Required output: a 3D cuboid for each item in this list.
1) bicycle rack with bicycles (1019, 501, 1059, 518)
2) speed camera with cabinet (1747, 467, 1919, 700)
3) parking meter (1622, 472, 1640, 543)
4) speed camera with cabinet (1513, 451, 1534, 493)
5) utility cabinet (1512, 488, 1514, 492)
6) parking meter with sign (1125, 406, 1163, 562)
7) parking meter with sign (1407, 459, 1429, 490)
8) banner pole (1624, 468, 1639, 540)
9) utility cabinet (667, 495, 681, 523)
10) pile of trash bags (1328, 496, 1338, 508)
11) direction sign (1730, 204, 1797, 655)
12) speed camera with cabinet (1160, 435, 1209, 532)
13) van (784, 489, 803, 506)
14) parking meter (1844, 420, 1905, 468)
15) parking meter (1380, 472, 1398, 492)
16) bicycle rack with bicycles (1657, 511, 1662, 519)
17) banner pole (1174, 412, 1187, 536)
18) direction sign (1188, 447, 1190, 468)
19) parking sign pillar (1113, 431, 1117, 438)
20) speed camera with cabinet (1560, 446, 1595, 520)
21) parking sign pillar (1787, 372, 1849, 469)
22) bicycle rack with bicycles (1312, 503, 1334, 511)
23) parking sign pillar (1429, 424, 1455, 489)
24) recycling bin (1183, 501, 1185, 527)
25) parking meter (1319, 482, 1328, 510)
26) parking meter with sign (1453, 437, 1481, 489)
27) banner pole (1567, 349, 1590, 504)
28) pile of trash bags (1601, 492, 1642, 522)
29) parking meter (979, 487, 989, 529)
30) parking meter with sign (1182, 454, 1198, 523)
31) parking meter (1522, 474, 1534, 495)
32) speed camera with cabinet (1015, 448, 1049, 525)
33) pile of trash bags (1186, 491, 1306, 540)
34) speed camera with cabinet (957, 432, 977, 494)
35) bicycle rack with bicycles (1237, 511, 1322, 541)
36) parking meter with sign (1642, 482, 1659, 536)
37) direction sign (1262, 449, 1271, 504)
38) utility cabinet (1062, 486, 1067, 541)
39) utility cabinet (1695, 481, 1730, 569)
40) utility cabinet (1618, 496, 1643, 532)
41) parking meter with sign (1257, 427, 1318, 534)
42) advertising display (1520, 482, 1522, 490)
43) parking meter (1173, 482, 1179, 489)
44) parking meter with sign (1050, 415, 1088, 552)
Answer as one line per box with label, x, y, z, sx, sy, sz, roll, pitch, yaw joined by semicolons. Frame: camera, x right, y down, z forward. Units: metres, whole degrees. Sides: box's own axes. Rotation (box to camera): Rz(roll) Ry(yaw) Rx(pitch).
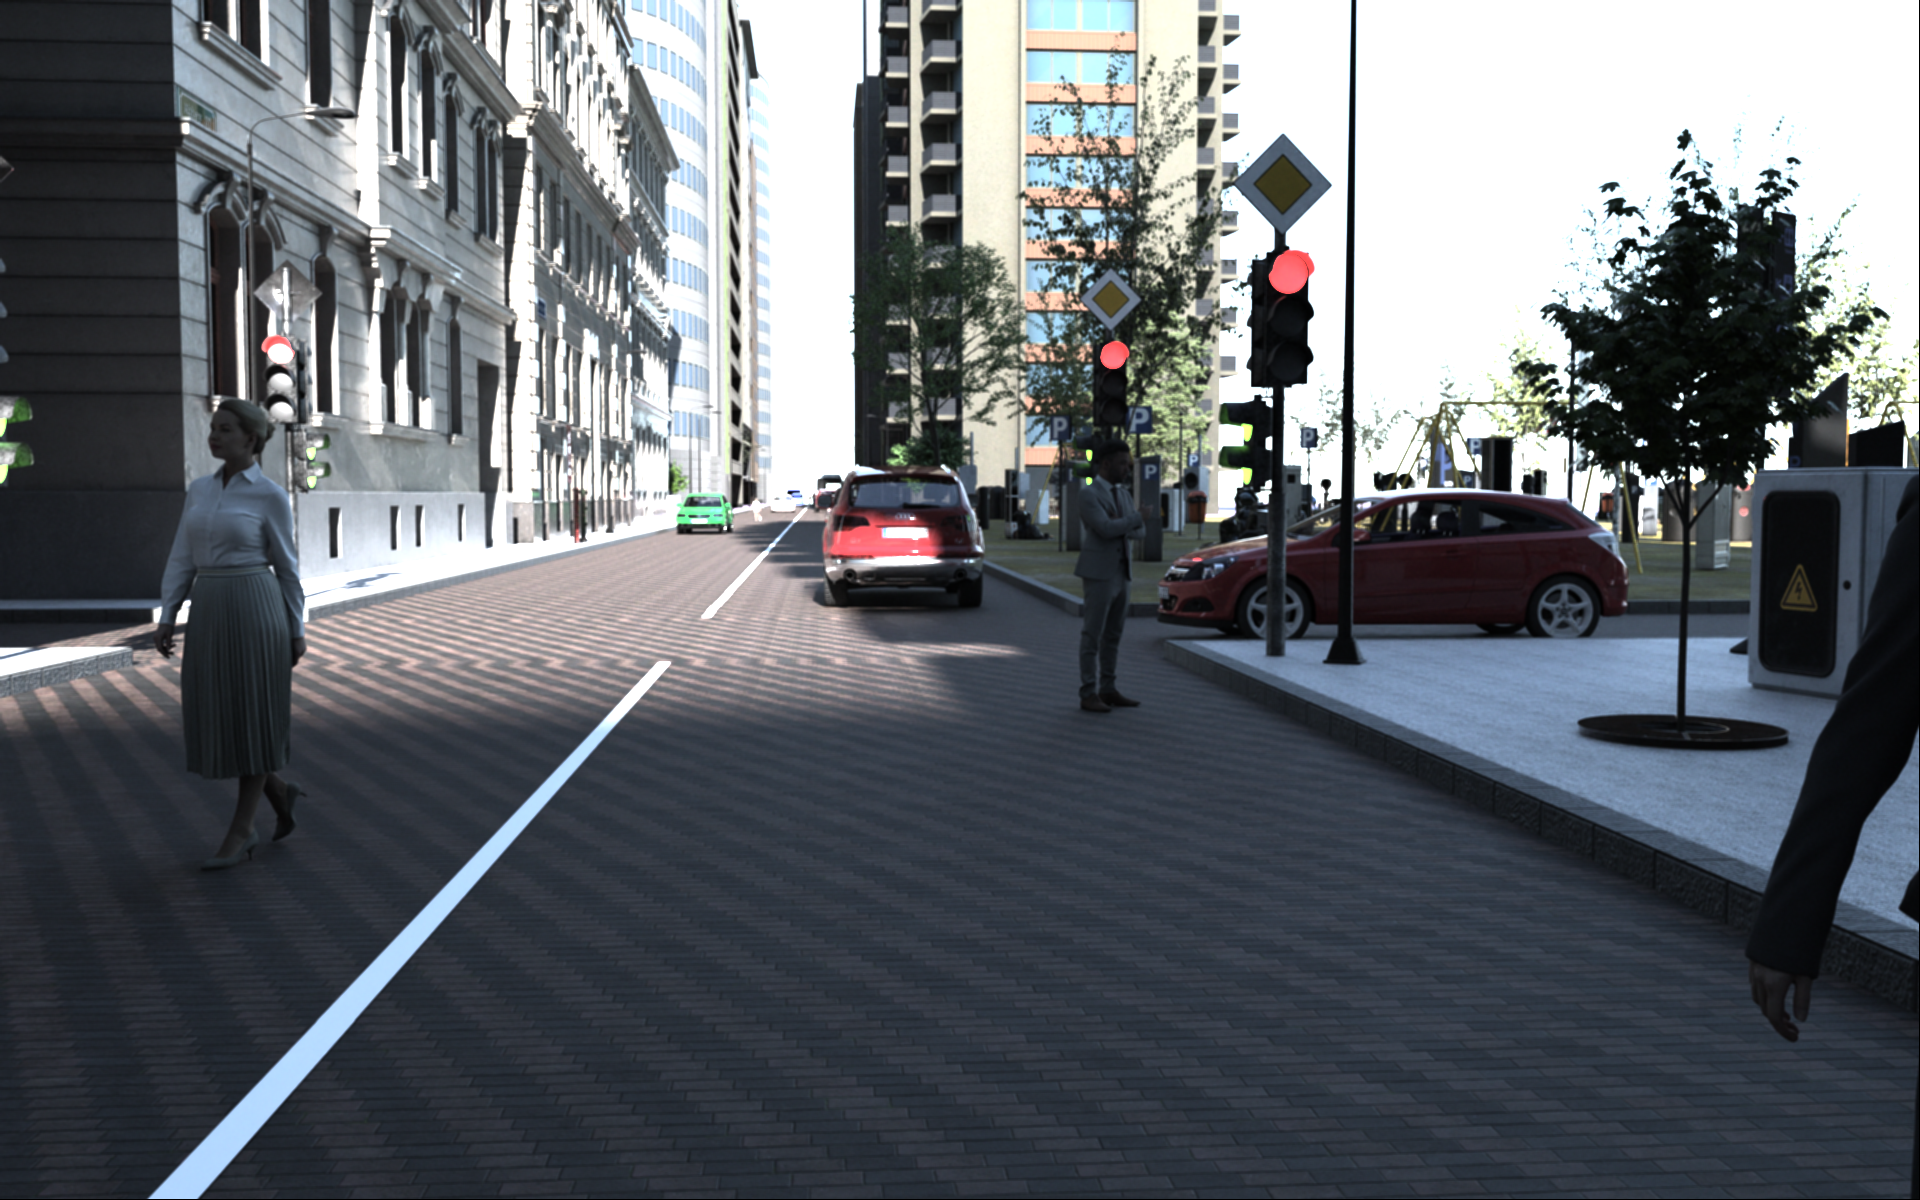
bicycle rack with bicycles;3.933;-4.910;93.662;2.852;0.926;2.925;-2;4;-27
speed camera with cabinet;5.778;-0.991;10.534;0.660;3.252;2.038;-1;4;-17
parking meter;17.670;-2.440;45.605;0.399;1.863;0.255;-1;4;-21
speed camera with cabinet;26.008;-5.212;79.547;2.038;3.252;0.660;-3;5;-42
utility cabinet;20.781;-3.570;67.054;1.173;1.500;0.318;0;4;7
parking meter with sign;3.606;-2.282;33.573;0.543;3.016;1.738;0;4;-5
parking meter with sign;22.454;-5.506;86.278;1.738;3.016;0.543;-2;4;-25
banner pole;18.869;-3.594;48.779;0.401;3.779;0.863;0;4;-1
utility cabinet;-12.689;-4.013;76.770;0.306;1.237;1.020;1;4;10
pile of trash bags;21.357;-5.145;93.868;3.447;1.369;1.912;1;4;12
direction sign;6.418;-1.338;13.869;0.876;3.537;0.379;-3;4;-38
speed camera with cabinet;7.387;-3.909;58.240;0.660;3.252;2.038;-3;5;-45
van;-19.868;-12.396;207.060;2.240;2.365;5.245;0;4;-6
parking meter;7.274;-0.497;13.832;0.399;1.863;0.255;1;4;13
parking meter;11.278;-2.437;45.557;0.255;1.863;0.399;-3;4;-37
bicycle rack with bicycles;27.868;-3.242;66.390;2.852;0.926;2.925;0;4;-8
banner pole;6.739;-3.841;52.813;0.401;3.779;0.863;0;4;4
direction sign;10.966;-5.572;83.104;0.379;3.537;0.876;0;4;3
parking sign pillar;6.141;-5.204;73.553;1.447;3.967;1.447;-3;4;-37
speed camera with cabinet;25.614;-4.740;71.842;2.038;3.252;0.660;-3;5;-45
parking sign pillar;18.900;-3.042;38.205;1.447;3.967;1.447;-1;4;-21
bicycle rack with bicycles;15.842;-3.644;72.956;2.925;0.926;2.852;-2;4;-33
parking sign pillar;18.584;-4.787;66.735;1.447;3.967;1.447;3;5;44
recycling bin;8.156;-3.304;66.581;0.722;1.027;0.722;-3;5;-41
parking meter;18.245;-4.964;86.864;0.399;1.863;0.255;0;4;-4
parking meter with sign;15.675;-3.525;53.898;0.543;3.016;1.738;0;4;-6
banner pole;8.523;-2.072;23.894;0.401;3.779;0.863;3;5;42
pile of trash bags;30.589;-4.161;77.789;3.447;1.369;1.912;2;4;25
parking meter;0.873;-3.343;63.072;0.372;1.533;0.369;0;3;0
parking meter with sign;9.982;-4.894;76.273;0.543;3.016;1.738;-1;4;-12
parking meter;16.790;-2.784;51.234;0.255;1.863;0.399;2;4;32
speed camera with cabinet;2.954;-4.833;73.352;0.660;3.252;2.038;-2;4;-34
pile of trash bags;8.106;-2.406;49.097;3.447;1.369;1.912;0;4;-6
speed camera with cabinet;0.124;-3.770;55.975;0.660;3.252;2.038;0;4;-6
bicycle rack with bicycles;6.146;-1.046;30.491;2.925;0.926;2.852;0;4;2
parking meter with sign;21.179;-3.479;53.148;0.543;3.016;1.738;1;4;22
direction sign;15.298;-5.832;87.353;0.379;3.537;0.876;-3;5;-45
utility cabinet;3.308;-2.301;46.295;1.173;1.500;0.318;1;4;15
utility cabinet;12.846;-1.274;29.509;0.318;1.500;1.173;2;4;35
utility cabinet;22.957;-2.927;59.024;1.020;1.237;0.306;-1;4;-14
parking meter with sign;8.486;-2.983;45.040;1.738;3.016;0.543;-2;4;-35
advertising display;29.280;-5.187;90.027;0.123;1.923;0.974;0;4;-1
parking meter;10.220;-4.640;81.569;0.399;1.863;0.255;2;4;25
parking meter with sign;2.783;-2.622;39.133;0.543;3.016;1.738;3;5;41
